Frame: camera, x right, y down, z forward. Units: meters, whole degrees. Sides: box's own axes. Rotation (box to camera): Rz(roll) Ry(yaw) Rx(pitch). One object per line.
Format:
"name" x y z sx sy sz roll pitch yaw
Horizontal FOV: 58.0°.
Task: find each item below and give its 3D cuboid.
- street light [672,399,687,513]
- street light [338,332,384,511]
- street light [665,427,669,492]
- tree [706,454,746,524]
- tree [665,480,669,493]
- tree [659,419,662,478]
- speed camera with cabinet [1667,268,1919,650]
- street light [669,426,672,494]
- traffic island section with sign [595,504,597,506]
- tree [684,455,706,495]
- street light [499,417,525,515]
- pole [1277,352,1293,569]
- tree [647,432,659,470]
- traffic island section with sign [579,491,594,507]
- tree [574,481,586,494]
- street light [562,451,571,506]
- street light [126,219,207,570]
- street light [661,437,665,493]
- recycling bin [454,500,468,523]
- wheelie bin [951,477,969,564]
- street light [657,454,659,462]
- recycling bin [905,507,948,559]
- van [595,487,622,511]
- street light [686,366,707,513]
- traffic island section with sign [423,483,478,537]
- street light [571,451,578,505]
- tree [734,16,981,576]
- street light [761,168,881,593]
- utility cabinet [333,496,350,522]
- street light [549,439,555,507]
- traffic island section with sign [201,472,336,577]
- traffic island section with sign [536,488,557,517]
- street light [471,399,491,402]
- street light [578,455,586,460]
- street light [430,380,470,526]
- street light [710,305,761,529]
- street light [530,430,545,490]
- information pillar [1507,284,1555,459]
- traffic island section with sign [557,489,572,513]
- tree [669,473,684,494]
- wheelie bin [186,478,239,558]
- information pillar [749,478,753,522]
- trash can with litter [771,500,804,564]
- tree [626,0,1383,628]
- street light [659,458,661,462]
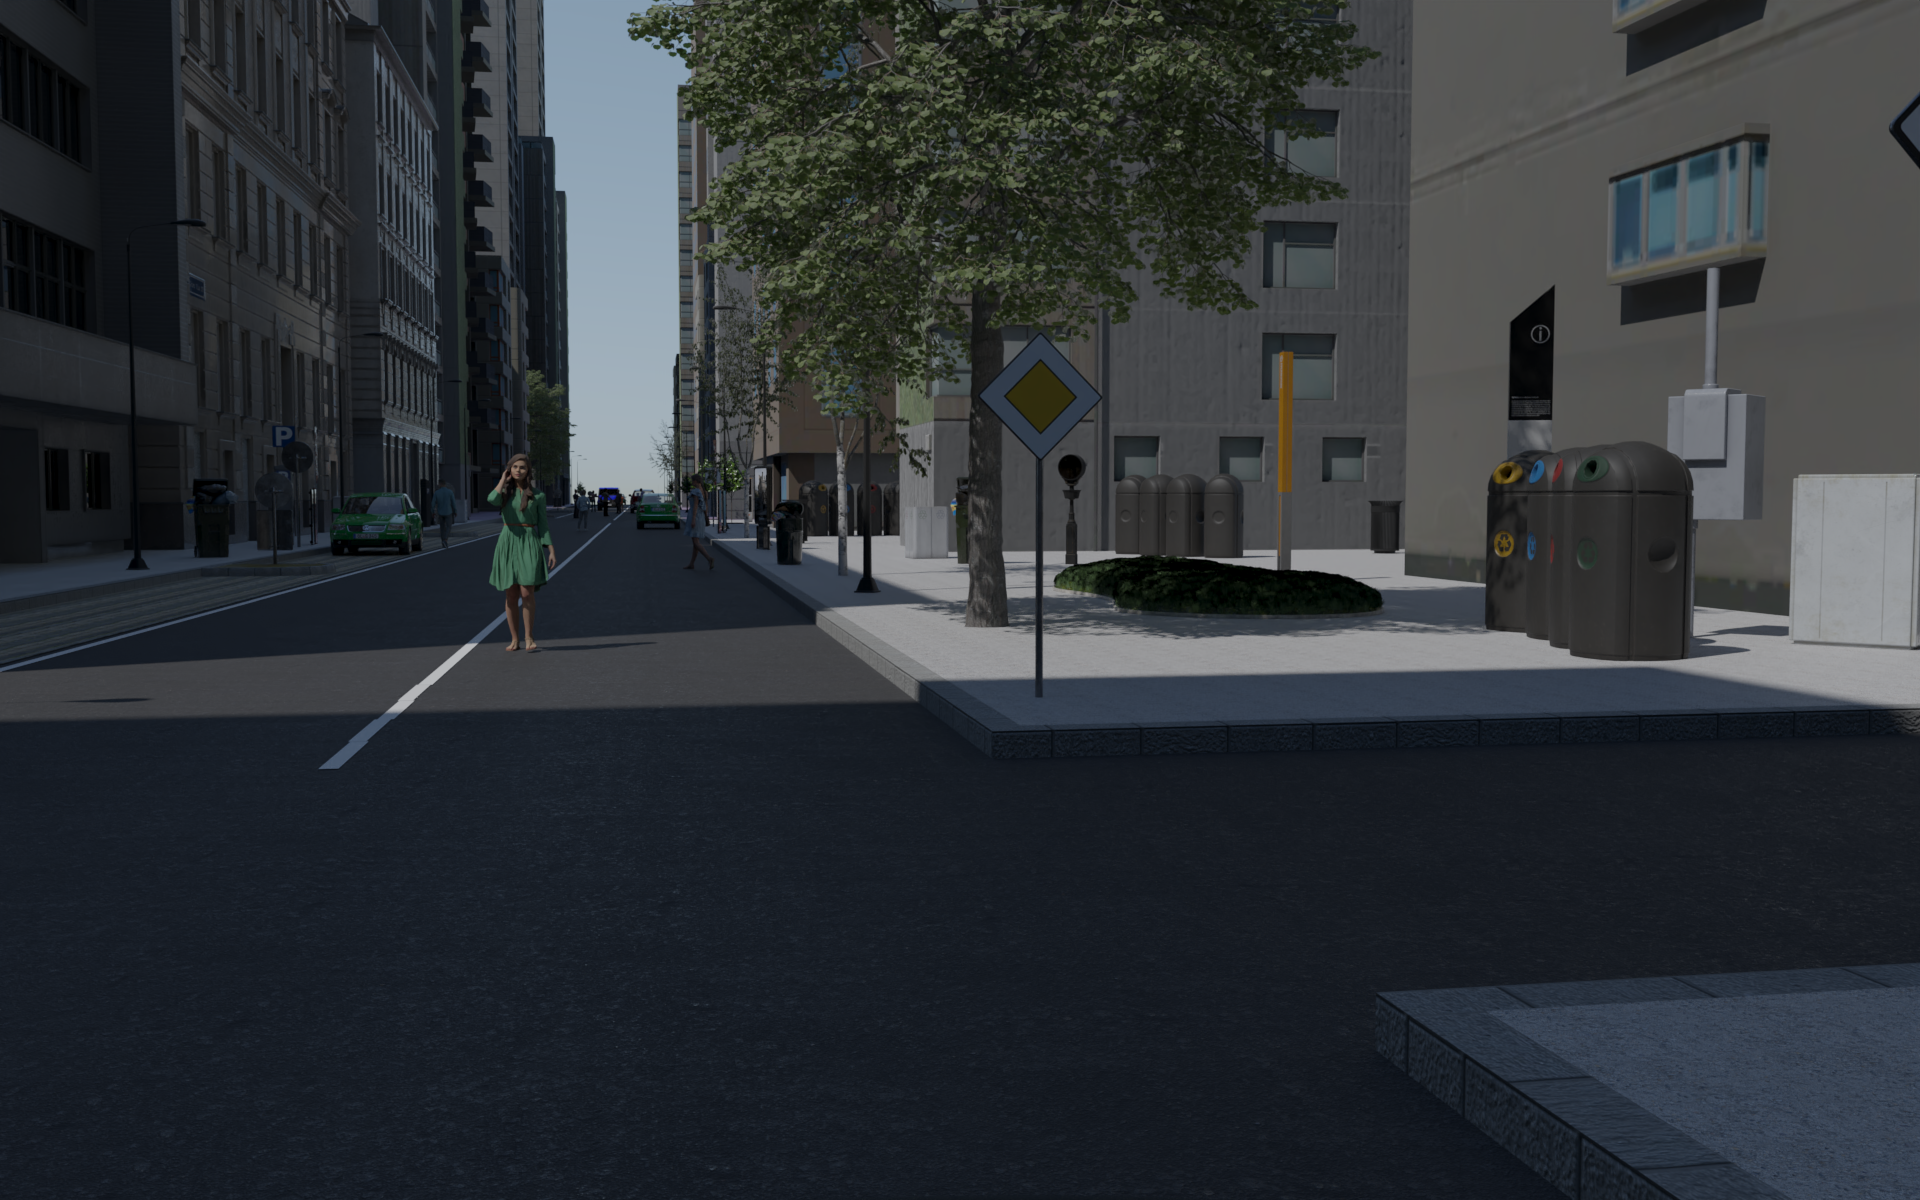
"street light" -13.164 -6.862 84.736 1.470 5.913 1.316 -1 4 -10
"street light" -17.215 -4.722 49.742 1.470 5.913 1.316 -1 4 -10
"street light" -19.328 -8.964 119.105 1.470 5.913 1.316 -1 4 -10
"tree" -9.991 -4.899 74.704 1.663 3.219 1.824 0 3 0
"tree" -31.987 -12.055 191.705 1.663 3.219 1.824 0 3 0
"tree" -6.223 -6.127 50.540 4.360 8.622 3.978 0 3 0
"speed camera with cabinet" 7.241 -1.261 14.958 2.038 3.252 0.660 3 5 41
"street light" -15.685 -7.716 98.703 1.470 5.913 1.316 -1 4 -10
"traffic island section with sign" -45.823 -12.617 214.908 1.989 1.847 2.006 -1 4 -10
"tree" -12.780 -5.623 86.534 1.663 3.219 1.824 0 3 0
"street light" -27.302 -8.104 105.040 1.470 5.913 1.316 -1 4 -10
"pole" 4.688 -1.904 24.975 0.158 3.312 0.155 0 3 0
"tree" -27.823 -13.265 167.245 4.360 8.622 3.978 0 3 0
"traffic island section with sign" -40.946 -10.978 188.116 1.989 1.847 2.006 -1 4 -10
"tree" -52.704 -15.000 239.844 1.663 3.219 1.824 0 3 0
"street light" -38.356 -11.831 165.976 1.470 5.913 1.316 -1 4 -10
"street light" -13.423 -3.472 29.312 1.470 5.913 1.316 -1 4 -10
"street light" -23.108 -10.211 139.483 1.470 5.913 1.316 -1 4 -10
"recycling bin" -22.437 -3.968 77.437 0.722 1.027 0.722 -1 4 -9
"wheelie bin" 0.286 -1.468 31.902 0.980 1.594 0.693 1 4 10
"street light" -30.586 -12.713 180.397 1.470 5.913 1.316 -1 4 -10
"recycling bin" -0.666 -1.348 34.597 0.722 1.027 0.722 -1 4 -17
"van" -30.133 -8.836 148.847 2.240 2.365 5.245 -1 4 -9
"street light" -9.125 -5.541 63.131 1.470 5.913 1.316 -1 4 -10
"traffic island section with sign" -17.170 -3.008 57.803 1.989 1.847 2.006 -1 4 -10
"street light" -42.165 -13.084 186.457 1.470 5.913 1.316 -1 4 -10
"tree" -1.658 -4.678 26.852 4.360 8.622 3.978 0 3 0
"street light" -1.742 -3.046 22.344 1.470 5.913 1.316 -1 4 -10
"utility cabinet" -18.696 -2.569 53.172 1.020 1.237 0.306 0 4 1
"street light" -34.757 -10.598 145.814 1.470 5.913 1.316 -1 4 -10
"traffic island section with sign" -12.284 -1.364 30.924 1.989 1.847 2.006 -1 4 -10
"traffic island section with sign" -26.297 -6.065 107.792 1.989 1.847 2.006 -1 4 -10
"street light" -23.610 -6.857 84.646 1.470 5.913 1.316 -1 4 -10
"street light" -45.854 -14.337 206.952 1.470 5.913 1.316 -1 4 -10
"street light" -20.873 -5.978 70.277 1.470 5.913 1.316 -1 4 -10
"street light" -5.365 -4.294 42.750 1.470 5.913 1.316 -1 4 -10
"street light" -30.975 -9.351 125.437 1.470 5.913 1.316 -1 4 -10
"information pillar" 6.416 -1.719 19.468 0.504 3.616 0.183 1 4 9
"traffic island section with sign" -31.128 -7.687 134.312 1.989 1.847 2.006 -1 4 -10
"tree" -21.742 -8.732 137.377 1.663 3.219 1.824 0 3 0
"wheelie bin" -15.130 -1.663 35.095 0.980 1.594 0.693 -2 4 -30
"information pillar" -9.655 -4.569 79.194 0.304 2.012 0.304 -1 4 -14
"trash can with litter" -3.199 -1.242 31.687 0.624 1.170 1.055 -1 4 -12
"tree" 0.554 -5.995 16.143 7.486 12.596 7.792 0 3 0
"street light" -26.765 -11.458 159.883 1.470 5.913 1.316 -1 4 -10
